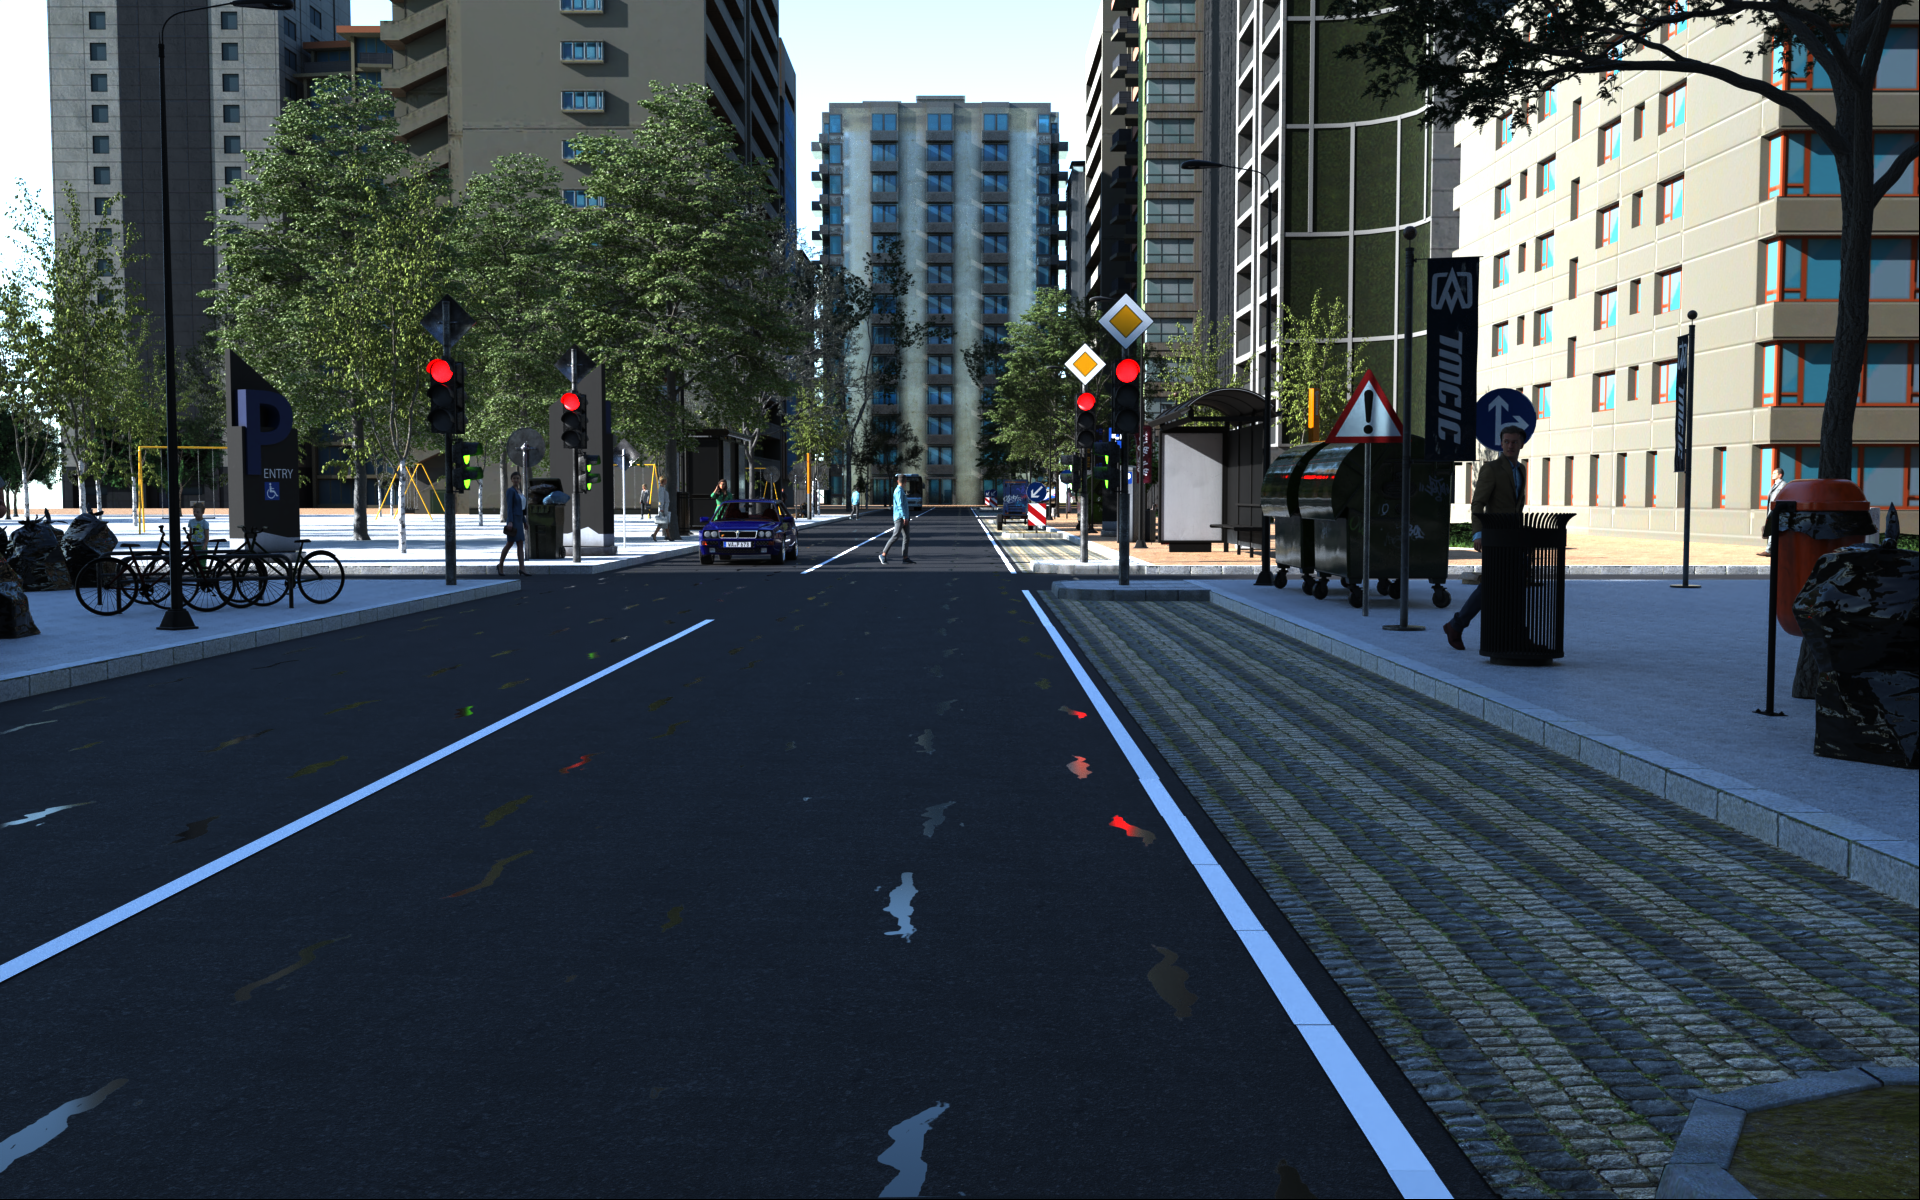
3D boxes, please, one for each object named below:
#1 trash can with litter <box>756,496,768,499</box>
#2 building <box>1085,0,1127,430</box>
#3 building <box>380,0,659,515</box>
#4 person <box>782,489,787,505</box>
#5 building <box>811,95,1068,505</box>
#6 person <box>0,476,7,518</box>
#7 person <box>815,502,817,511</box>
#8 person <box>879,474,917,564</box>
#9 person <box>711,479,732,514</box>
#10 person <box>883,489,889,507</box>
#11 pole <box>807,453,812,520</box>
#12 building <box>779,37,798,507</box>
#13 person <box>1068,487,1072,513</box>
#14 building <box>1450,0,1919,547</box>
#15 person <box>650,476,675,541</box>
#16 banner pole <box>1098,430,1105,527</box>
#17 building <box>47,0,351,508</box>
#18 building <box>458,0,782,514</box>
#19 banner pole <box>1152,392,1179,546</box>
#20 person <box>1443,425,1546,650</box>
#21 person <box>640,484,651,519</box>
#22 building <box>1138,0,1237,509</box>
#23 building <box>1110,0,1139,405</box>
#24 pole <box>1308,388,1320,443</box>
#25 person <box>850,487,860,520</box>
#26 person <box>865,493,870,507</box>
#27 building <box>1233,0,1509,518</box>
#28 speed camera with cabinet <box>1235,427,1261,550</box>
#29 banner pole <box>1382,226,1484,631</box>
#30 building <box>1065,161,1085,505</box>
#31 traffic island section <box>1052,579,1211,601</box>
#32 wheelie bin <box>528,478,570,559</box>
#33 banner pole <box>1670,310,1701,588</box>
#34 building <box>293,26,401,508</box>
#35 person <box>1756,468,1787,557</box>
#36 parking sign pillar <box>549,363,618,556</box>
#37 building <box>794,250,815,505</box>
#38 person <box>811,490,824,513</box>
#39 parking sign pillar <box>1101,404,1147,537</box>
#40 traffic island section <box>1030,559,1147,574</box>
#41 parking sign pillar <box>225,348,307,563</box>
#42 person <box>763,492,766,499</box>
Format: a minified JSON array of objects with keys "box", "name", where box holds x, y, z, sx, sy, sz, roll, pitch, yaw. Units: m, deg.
[{"box":[-8.996,-3.917,75.096,2.233,1.210,1.678,-1,4,-10],"name":"trash can with litter"},{"box":[23.214,-33.044,163.968,21.300,48.544,21.600,0,3,0],"name":"building"},{"box":[-26.410,-30.209,117.617,21.300,48.544,21.600,0,3,0],"name":"building"},{"box":[-15.840,-9.110,155.545,0.434,1.755,0.990,2,4,35],"name":"person"},{"box":[-2.395,-36.167,210.936,30.456,49.044,23.786,0,3,0],"name":"building"},{"box":[-7.445,-0.394,12.840,0.716,1.782,0.532,-3,4,-37],"name":"person"},{"box":[-10.905,-7.667,131.358,0.705,1.831,1.348,0,4,-2],"name":"person"},{"box":[-1.268,-1.660,35.502,0.748,1.841,0.638,1,4,12],"name":"person"},{"box":[-5.826,-2.073,42.634,0.600,1.795,0.529,0,4,-8],"name":"person"},{"box":[-7.302,-10.050,170.438,0.705,1.814,1.350,1,4,20],"name":"person"},{"box":[-7.543,-5.678,86.680,0.158,3.312,0.155,0,3,0],"name":"pole"},{"box":[-23.568,-31.684,168.144,14.200,45.320,14.600,0,3,0],"name":"building"},{"box":[7.212,-6.588,114.430,0.621,1.740,0.551,-3,5,-41],"name":"person"},{"box":[34.034,-12.849,55.124,28.899,21.520,27.650,0,3,0],"name":"building"},{"box":[-8.076,-2.480,46.941,0.624,1.780,0.694,0,4,-3],"name":"person"},{"box":[5.441,-4.733,67.401,0.401,3.779,0.863,3,5,42],"name":"banner pole"},{"box":[-70.459,-44.375,163.788,20.611,71.187,20.563,0,3,0],"name":"building"},{"box":[-26.195,-31.533,139.264,21.300,48.544,21.600,0,3,0],"name":"building"},{"box":[5.135,-3.204,42.410,0.863,3.779,0.401,-3,5,-45],"name":"banner pole"},{"box":[4.399,-0.504,14.187,0.836,1.842,0.656,1,4,19],"name":"person"},{"box":[-15.830,-4.967,87.431,0.709,1.800,0.728,3,4,36],"name":"person"},{"box":[18.886,-26.535,117.439,14.154,41.232,14.086,0,3,0],"name":"building"},{"box":[23.564,-29.616,138.851,22.147,44.769,28.867,0,3,0],"name":"building"},{"box":[6.845,-2.428,33.549,0.158,3.312,0.155,0,3,0],"name":"pole"},{"box":[-5.749,-5.286,94.951,0.660,1.820,0.620,3,5,40],"name":"person"},{"box":[-8.922,-9.809,167.131,0.721,1.735,1.217,1,4,18],"name":"person"},{"box":[24.374,-39.976,91.858,20.563,71.187,20.611,0,3,0],"name":"building"},{"box":[6.733,-2.822,40.474,0.660,3.252,2.038,0,4,6],"name":"speed camera with cabinet"},{"box":[4.424,-1.603,16.219,0.863,3.779,0.401,1,4,17],"name":"banner pole"},{"box":[19.870,-31.940,205.816,14.086,41.232,14.154,0,3,0],"name":"building"},{"box":[2.337,-0.132,24.444,2.009,0.180,2.903,0,3,0],"name":"traffic island section"},{"box":[-8.194,-1.615,34.316,0.980,1.594,0.693,0,4,6],"name":"wheelie bin"},{"box":[9.994,-2.073,23.915,0.401,3.779,0.863,0,4,6],"name":"banner pole"},{"box":[-45.580,-31.153,163.983,28.867,44.769,22.147,0,3,0],"name":"building"},{"box":[16.639,-1.786,35.354,0.767,1.812,0.694,0,4,8],"name":"person"},{"box":[-7.916,-2.921,36.224,1.447,3.967,1.447,1,4,21],"name":"parking sign pillar"},{"box":[-24.727,-26.571,206.129,14.107,30.474,14.160,0,3,0],"name":"building"},{"box":[-9.800,-6.784,117.649,1.217,1.739,0.721,0,4,-1],"name":"person"},{"box":[4.978,-3.904,52.295,1.447,3.967,1.447,2,4,27],"name":"parking sign pillar"},{"box":[2.346,-0.621,32.429,2.009,0.180,2.903,0,3,0],"name":"traffic island section"},{"box":[-13.143,-2.704,32.679,1.447,3.967,1.447,2,4,27],"name":"parking sign pillar"},{"box":[-13.951,-7.012,123.943,0.557,1.426,1.065,-1,4,-11],"name":"person"}]
